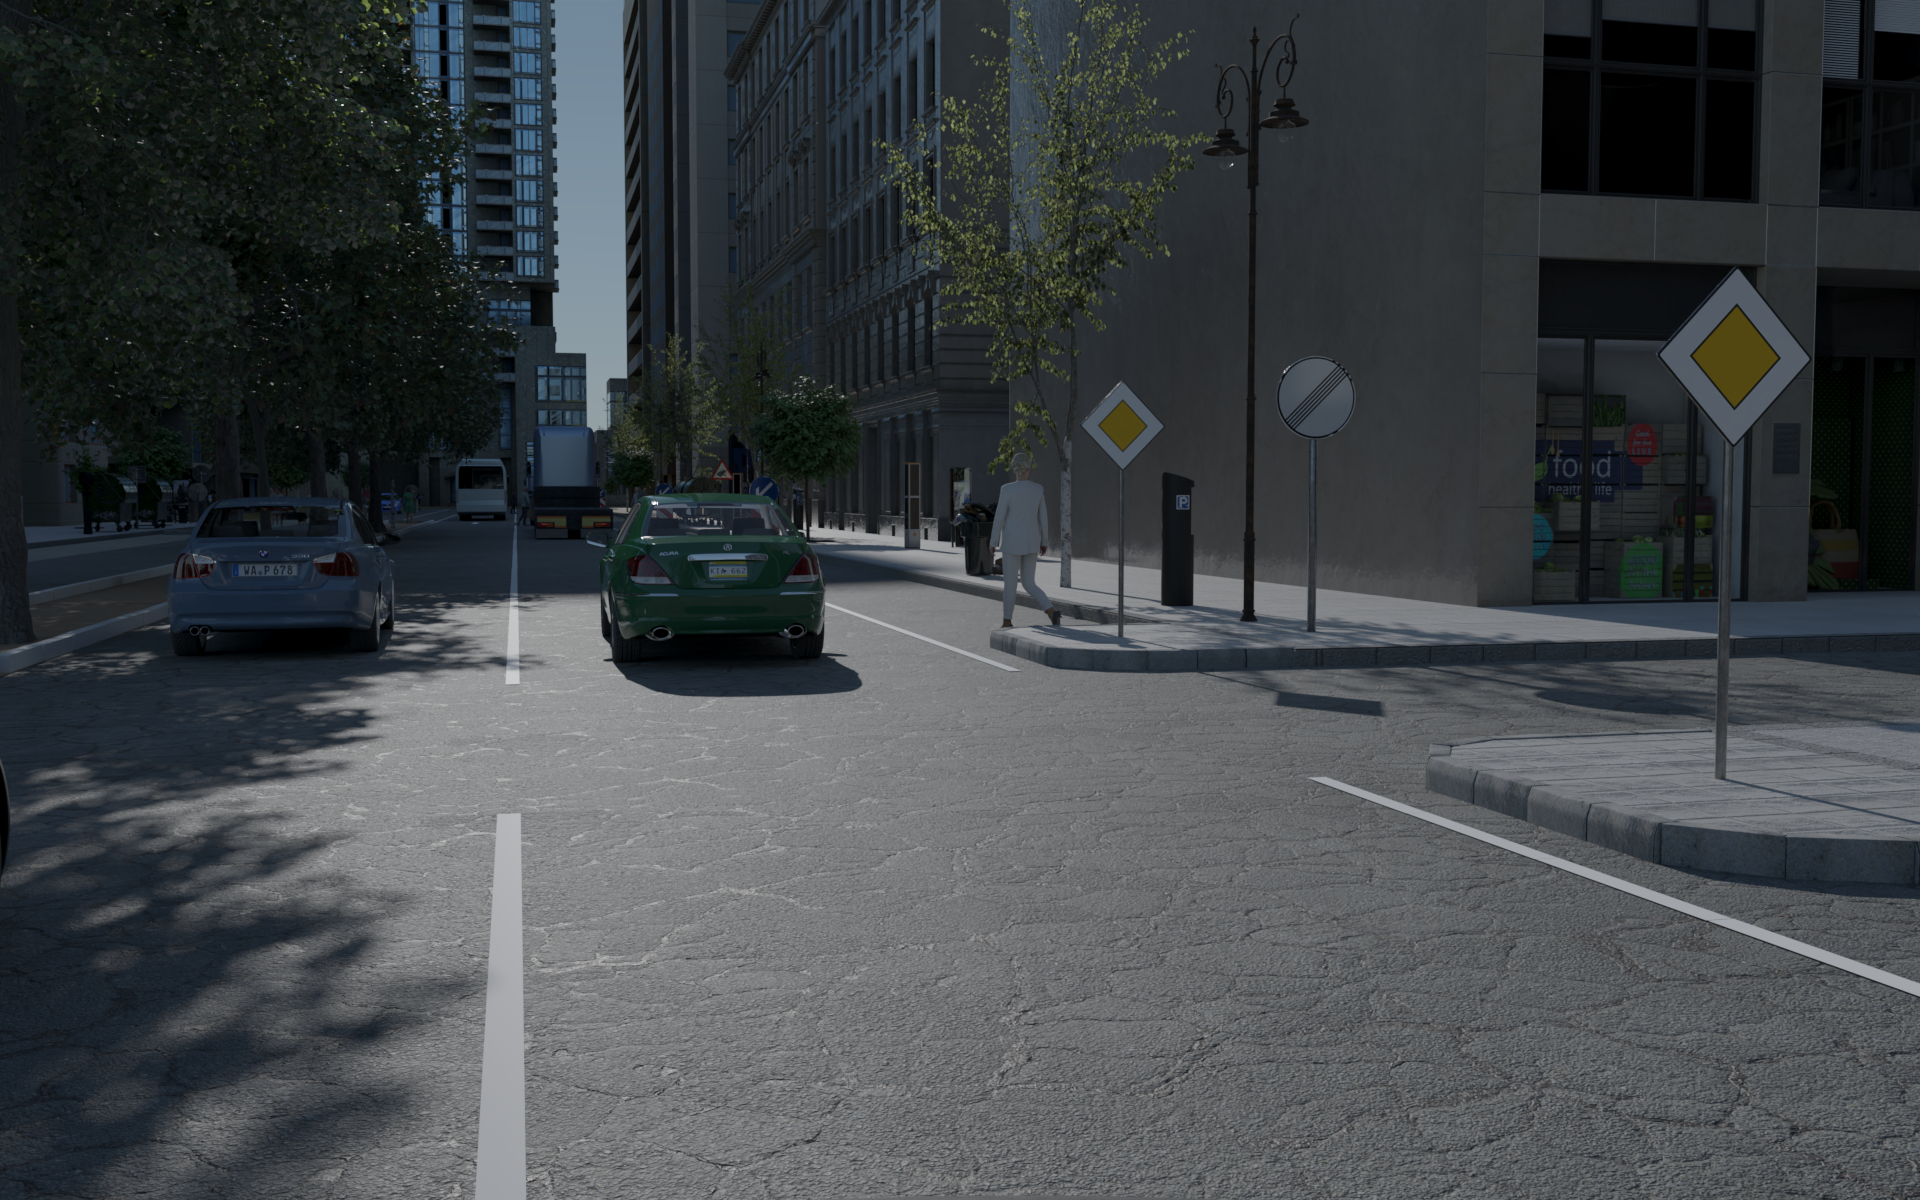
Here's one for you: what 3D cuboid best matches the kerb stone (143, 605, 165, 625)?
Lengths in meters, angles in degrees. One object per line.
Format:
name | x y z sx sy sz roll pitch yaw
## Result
kerb stone | -9.028 0.186 19.241 0.120 0.150 1.000 -1 4 -14

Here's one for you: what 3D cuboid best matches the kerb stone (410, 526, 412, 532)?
kerb stone | -20.751 -2.615 64.958 0.120 0.150 1.000 -1 4 -14

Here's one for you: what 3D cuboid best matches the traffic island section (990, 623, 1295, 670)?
traffic island section | 1.461 0.411 15.561 2.009 0.180 2.903 -1 4 -14

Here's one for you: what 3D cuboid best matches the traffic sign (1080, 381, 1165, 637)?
traffic sign | 1.440 -0.724 15.478 0.795 2.450 0.064 -1 4 -14

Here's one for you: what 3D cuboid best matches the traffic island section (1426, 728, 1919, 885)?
traffic island section | 3.444 0.884 7.825 2.009 0.180 2.903 -1 4 -14

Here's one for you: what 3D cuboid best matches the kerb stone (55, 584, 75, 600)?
kerb stone | -12.339 -0.092 23.704 0.120 0.150 1.000 -1 4 -14

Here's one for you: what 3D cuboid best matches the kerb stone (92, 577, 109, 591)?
kerb stone | -12.846 -0.213 25.685 0.120 0.150 1.000 -1 4 -14

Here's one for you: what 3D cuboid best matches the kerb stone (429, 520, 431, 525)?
kerb stone | -24.317 -3.467 78.876 0.120 0.150 1.000 -1 4 -14

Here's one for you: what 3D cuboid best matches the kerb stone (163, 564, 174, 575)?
kerb stone | -14.126 -0.514 30.667 0.120 0.150 1.000 -1 4 -14

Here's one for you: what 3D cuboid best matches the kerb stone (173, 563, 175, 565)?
kerb stone | -14.383 -0.579 31.656 0.120 0.150 1.000 -1 4 -14

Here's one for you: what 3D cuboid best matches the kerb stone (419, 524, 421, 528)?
kerb stone | -22.279 -2.979 70.907 0.120 0.150 1.000 -1 4 -14

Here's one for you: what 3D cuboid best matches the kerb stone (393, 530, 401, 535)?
kerb stone | -19.222 -2.250 58.995 0.120 0.150 1.000 -1 4 -14

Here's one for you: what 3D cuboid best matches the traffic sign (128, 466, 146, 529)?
traffic sign | -29.895 -3.718 62.914 0.606 2.300 0.079 0 4 -7

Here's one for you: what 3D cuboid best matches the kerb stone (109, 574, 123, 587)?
kerb stone | -13.105 -0.274 26.681 0.120 0.150 1.000 -1 4 -14

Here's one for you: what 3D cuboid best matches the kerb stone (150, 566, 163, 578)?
kerb stone | -13.866 -0.455 29.666 0.120 0.150 1.000 -1 4 -14

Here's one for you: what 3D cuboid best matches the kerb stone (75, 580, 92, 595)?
kerb stone | -12.597 -0.153 24.694 0.120 0.150 1.000 -1 4 -14

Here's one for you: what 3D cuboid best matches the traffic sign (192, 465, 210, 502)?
traffic sign | -32.921 -4.592 75.188 0.768 2.556 0.104 -1 4 -8

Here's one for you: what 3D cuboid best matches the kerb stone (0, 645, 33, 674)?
kerb stone | -7.761 0.486 14.283 0.120 0.150 1.000 -1 4 -14

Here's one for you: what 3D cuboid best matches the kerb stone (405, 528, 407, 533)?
kerb stone | -19.983 -2.434 61.986 0.120 0.150 1.000 -1 4 -14

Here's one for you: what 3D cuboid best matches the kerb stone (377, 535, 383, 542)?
kerb stone | -17.695 -1.886 53.035 0.120 0.150 1.000 -1 4 -14

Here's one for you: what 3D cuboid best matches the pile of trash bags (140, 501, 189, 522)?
pile of trash bags | -36.972 -4.244 79.141 3.447 1.369 1.912 1 4 10

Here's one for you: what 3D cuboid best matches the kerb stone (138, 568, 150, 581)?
kerb stone | -13.612 -0.396 28.668 0.120 0.150 1.000 -1 4 -14

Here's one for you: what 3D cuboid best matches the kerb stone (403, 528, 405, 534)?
kerb stone | -19.727 -2.373 60.988 0.120 0.150 1.000 -1 4 -14

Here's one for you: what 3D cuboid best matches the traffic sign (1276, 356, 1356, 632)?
traffic sign | 3.273 -0.976 16.056 0.768 2.556 0.104 -1 4 -9

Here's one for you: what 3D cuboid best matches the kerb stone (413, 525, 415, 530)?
kerb stone | -21.262 -2.735 66.938 0.120 0.150 1.000 -1 4 -14

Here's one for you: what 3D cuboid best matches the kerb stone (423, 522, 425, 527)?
kerb stone | -23.040 -3.160 73.900 0.120 0.150 1.000 -1 4 -14

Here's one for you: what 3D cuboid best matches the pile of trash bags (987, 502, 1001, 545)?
pile of trash bags | 1.615 -2.139 44.731 1.912 1.369 3.447 1 4 17

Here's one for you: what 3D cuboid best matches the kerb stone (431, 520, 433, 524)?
kerb stone | -24.825 -3.588 80.861 0.120 0.150 1.000 -1 4 -14

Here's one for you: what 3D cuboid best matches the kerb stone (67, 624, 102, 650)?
kerb stone | -8.262 0.363 16.267 0.120 0.150 1.000 -1 4 -14

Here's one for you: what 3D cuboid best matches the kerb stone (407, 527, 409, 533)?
kerb stone | -20.240 -2.494 62.978 0.120 0.150 1.000 -1 4 -14

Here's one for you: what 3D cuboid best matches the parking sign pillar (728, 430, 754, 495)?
parking sign pillar | -9.248 -5.189 73.319 1.447 3.967 1.447 2 4 28

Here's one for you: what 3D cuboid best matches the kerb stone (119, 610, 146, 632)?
kerb stone | -8.775 0.242 18.250 0.120 0.150 1.000 -1 4 -14

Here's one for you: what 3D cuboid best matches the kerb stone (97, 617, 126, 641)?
kerb stone | -8.518 0.302 17.260 0.120 0.150 1.000 -1 4 -14

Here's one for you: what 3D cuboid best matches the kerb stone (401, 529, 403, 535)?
kerb stone | -19.478 -2.312 59.995 0.120 0.150 1.000 -1 4 -14

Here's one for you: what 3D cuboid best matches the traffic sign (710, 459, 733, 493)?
traffic sign | -8.794 -3.919 64.075 0.884 2.594 0.081 -1 4 -12

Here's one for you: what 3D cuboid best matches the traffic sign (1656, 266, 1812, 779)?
traffic sign | 3.423 -0.251 7.742 0.795 2.450 0.064 -1 4 -14

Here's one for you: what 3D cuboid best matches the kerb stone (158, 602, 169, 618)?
kerb stone | -9.285 0.120 20.230 0.120 0.150 1.000 -1 4 -14

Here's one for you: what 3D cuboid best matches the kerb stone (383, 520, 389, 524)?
kerb stone | -27.883 -3.801 84.338 0.120 0.150 1.000 -1 4 -14

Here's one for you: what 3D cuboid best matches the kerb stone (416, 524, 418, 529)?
kerb stone | -21.766 -2.858 68.921 0.120 0.150 1.000 -1 4 -14

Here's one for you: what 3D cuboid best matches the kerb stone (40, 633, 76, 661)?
kerb stone | -8.007 0.427 15.275 0.120 0.150 1.000 -1 4 -14

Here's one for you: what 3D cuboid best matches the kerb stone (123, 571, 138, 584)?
kerb stone | -13.353 -0.335 27.676 0.120 0.150 1.000 -1 4 -14
